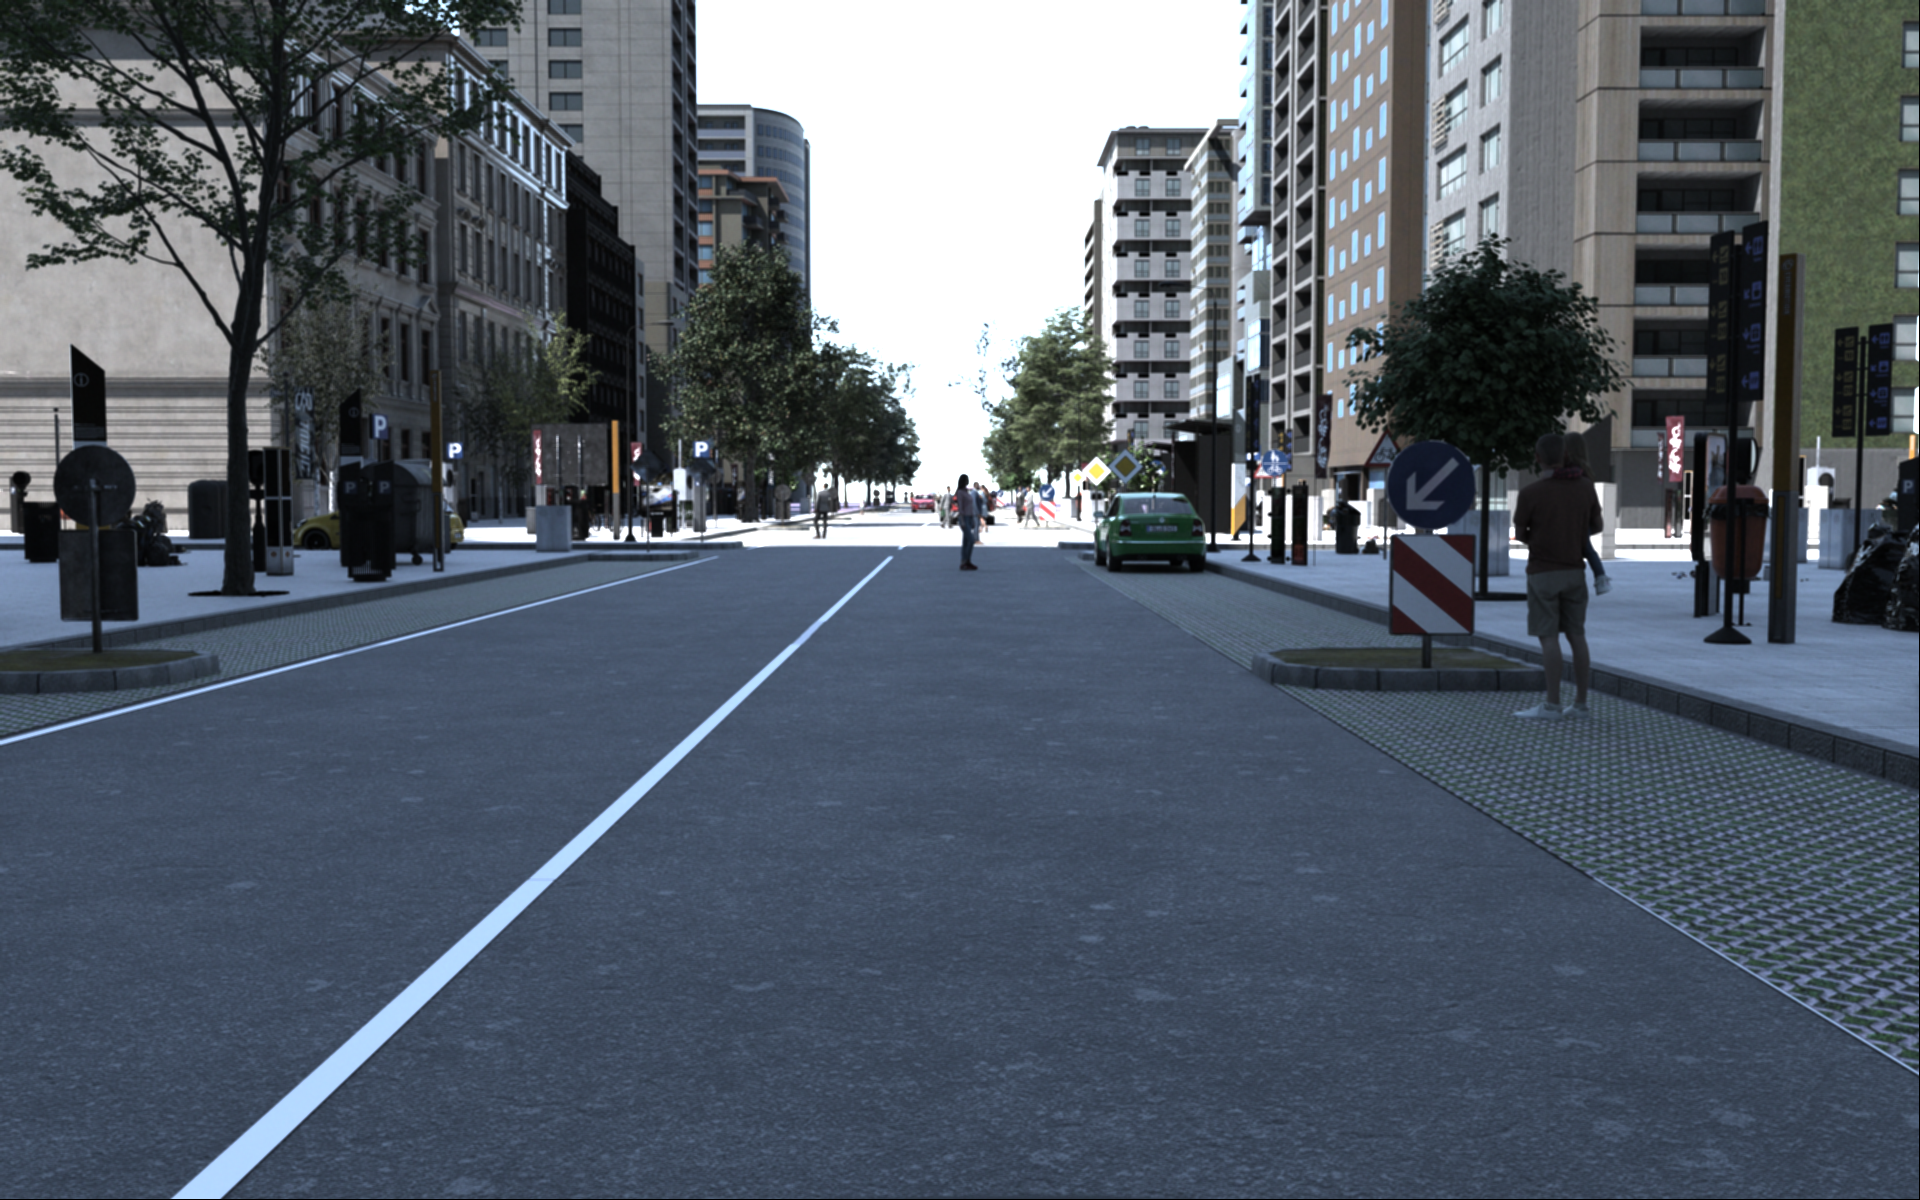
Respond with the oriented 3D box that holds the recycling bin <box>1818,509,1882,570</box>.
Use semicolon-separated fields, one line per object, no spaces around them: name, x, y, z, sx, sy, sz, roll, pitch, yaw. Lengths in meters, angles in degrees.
recycling bin;15.210;-1.043;29.603;0.722;1.027;0.722;0;4;-5

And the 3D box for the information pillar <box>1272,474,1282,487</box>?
information pillar;15.516;-5.705;84.625;0.504;3.616;0.183;-1;4;-10

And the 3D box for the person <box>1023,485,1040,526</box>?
person;2.944;-3.864;71.953;0.850;1.792;0.678;-1;4;-9

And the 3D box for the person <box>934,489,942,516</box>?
person;-1.387;-6.298;112.018;0.519;1.759;0.362;0;4;-7

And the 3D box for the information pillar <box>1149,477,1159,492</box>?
information pillar;6.602;-3.354;59.332;0.304;2.012;0.304;-3;5;-44

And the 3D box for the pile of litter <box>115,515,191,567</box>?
pile of litter;-14.764;-1.035;30.894;1.719;0.858;1.176;-1;4;-9

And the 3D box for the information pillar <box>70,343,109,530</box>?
information pillar;-13.633;-2.188;27.124;0.504;3.616;0.183;-2;4;-30

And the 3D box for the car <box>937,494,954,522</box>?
car;-0.147;-4.813;90.489;2.131;1.459;4.920;0;4;-1

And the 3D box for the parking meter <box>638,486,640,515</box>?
parking meter;-19.260;-6.003;103.862;0.399;1.863;0.255;1;4;17

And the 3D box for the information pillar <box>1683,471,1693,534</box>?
information pillar;23.324;-3.106;55.276;0.304;2.012;0.304;-2;4;-27

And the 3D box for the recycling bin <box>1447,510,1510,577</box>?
recycling bin;8.161;-0.900;27.277;0.722;1.027;0.722;-3;5;-39

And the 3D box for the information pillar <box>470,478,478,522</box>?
information pillar;-22.262;-4.580;79.372;0.304;2.012;0.304;-1;4;-9

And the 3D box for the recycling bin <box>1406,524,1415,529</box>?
recycling bin;16.577;-3.153;64.109;0.722;1.027;0.722;2;4;23

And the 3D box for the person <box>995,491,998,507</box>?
person;3.698;-10.425;179.626;1.217;1.739;0.721;-2;4;-24

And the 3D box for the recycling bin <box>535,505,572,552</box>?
recycling bin;-9.062;-1.596;38.655;0.722;1.027;0.722;0;4;-7

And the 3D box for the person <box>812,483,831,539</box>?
person;-4.451;-2.874;55.671;0.592;1.802;0.473;-1;4;-21

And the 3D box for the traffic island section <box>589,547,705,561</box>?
traffic island section;-6.887;-0.970;38.147;2.009;0.180;2.903;0;3;0

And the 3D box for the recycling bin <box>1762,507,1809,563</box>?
recycling bin;15.372;-1.218;32.463;0.722;1.027;0.722;0;4;-4

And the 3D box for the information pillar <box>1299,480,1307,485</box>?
information pillar;17.884;-5.259;90.475;0.304;2.012;0.304;-1;4;-22

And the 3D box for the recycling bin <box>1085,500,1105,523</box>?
recycling bin;5.961;-3.906;76.412;0.722;1.027;0.722;-1;4;-14

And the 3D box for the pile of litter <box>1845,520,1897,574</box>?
pile of litter;15.128;-0.859;28.015;1.719;0.858;1.176;0;4;3

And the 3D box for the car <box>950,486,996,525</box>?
car;0.551;-4.425;81.023;2.281;1.827;5.304;0;4;-1

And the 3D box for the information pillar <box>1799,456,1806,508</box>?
information pillar;16.068;-1.769;33.416;0.304;2.012;0.304;0;4;-6

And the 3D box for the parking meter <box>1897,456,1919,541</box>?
parking meter;14.779;-1.295;26.876;0.255;1.863;0.399;-1;4;-21

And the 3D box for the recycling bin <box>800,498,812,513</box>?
recycling bin;-10.216;-6.249;114.730;0.722;1.027;0.722;0;4;-1

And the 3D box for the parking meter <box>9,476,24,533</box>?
parking meter;-30.903;-3.123;56.780;0.399;1.863;0.255;2;4;26

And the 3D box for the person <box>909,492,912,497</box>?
person;-6.936;-14.555;247.201;0.721;1.743;1.217;2;4;34

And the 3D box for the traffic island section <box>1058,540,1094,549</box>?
traffic island section;3.649;-1.459;46.135;2.009;0.180;2.903;0;3;0

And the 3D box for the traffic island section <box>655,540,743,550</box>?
traffic island section;-6.892;-1.459;46.132;2.009;0.180;2.903;0;3;0

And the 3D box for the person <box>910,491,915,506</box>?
person;-5.609;-12.058;205.653;0.705;1.823;1.348;3;4;36

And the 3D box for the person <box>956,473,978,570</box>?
person;0.113;-1.472;32.571;0.388;1.821;0.555;1;4;11

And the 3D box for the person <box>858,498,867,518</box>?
person;-5.800;-5.497;103.397;0.505;1.210;0.382;-2;4;-26

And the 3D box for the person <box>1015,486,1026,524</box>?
person;2.922;-4.604;83.743;0.622;1.834;0.822;2;4;35

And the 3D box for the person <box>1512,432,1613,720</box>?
person;3.840;-0.156;11.031;0.573;1.828;0.580;2;4;31

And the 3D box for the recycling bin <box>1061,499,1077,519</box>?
recycling bin;5.817;-4.802;91.068;0.722;1.027;0.722;-3;5;-40

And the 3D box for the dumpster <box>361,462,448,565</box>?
dumpster;-10.274;-1.592;31.788;1.264;1.857;1.865;0;3;0

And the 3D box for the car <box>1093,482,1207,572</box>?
car;3.585;-1.490;33.156;1.959;1.807;4.718;0;4;-1

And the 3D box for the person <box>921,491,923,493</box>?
person;-5.455;-14.620;247.552;0.705;1.822;1.348;-1;4;-9

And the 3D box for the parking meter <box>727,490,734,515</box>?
parking meter;-14.063;-5.974;106.083;0.372;1.533;0.369;0;3;0

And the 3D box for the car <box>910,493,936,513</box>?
car;-2.812;-7.744;135.657;2.155;1.783;4.494;0;4;2

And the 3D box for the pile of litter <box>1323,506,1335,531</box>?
pile of litter;12.810;-2.859;60.709;1.719;0.858;1.176;-3;4;-36

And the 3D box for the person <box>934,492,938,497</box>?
person;-2.967;-13.558;230.997;1.217;1.723;0.721;0;4;-6

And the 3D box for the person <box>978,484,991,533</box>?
person;0.902;-3.408;64.308;0.616;1.811;0.778;-2;4;-28

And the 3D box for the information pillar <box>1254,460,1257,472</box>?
information pillar;13.064;-5.275;77.593;0.504;3.616;0.183;2;4;25

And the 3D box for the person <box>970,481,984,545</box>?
person;0.463;-2.494;49.453;0.419;1.800;0.721;0;4;-5

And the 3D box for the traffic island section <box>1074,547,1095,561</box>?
traffic island section;3.655;-0.971;38.150;2.009;0.180;2.903;0;3;0

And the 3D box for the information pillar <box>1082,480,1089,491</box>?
information pillar;6.544;-5.252;90.357;0.304;2.012;0.304;2;4;25

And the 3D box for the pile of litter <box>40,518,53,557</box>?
pile of litter;-18.242;-1.294;35.120;1.176;0.858;1.719;-1;4;-23

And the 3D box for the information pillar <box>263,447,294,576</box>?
information pillar;-10.719;-1.391;27.241;0.304;2.012;0.304;1;4;15

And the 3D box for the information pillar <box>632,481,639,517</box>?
information pillar;-18.144;-5.648;96.838;0.304;2.012;0.304;0;4;-2

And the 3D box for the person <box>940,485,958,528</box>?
person;-0.518;-3.896;72.472;0.850;1.792;0.678;3;5;40

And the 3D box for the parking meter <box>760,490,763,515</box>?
parking meter;-12.064;-5.983;106.232;0.372;1.533;0.369;0;3;0

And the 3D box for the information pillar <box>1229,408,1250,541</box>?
information pillar;7.582;-3.411;47.130;0.504;3.616;0.183;-3;4;-38

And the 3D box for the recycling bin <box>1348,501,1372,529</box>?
recycling bin;14.576;-3.094;63.140;0.722;1.027;0.722;2;4;26

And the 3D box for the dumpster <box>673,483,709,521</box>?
dumpster;-10.204;-3.785;64.378;1.502;2.255;1.985;0;3;0

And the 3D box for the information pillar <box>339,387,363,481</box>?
information pillar;-13.304;-2.848;37.927;0.504;3.616;0.183;0;4;2

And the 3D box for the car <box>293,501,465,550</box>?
car;-14.047;-1.929;41.771;3.980;1.641;2.015;0;4;2
